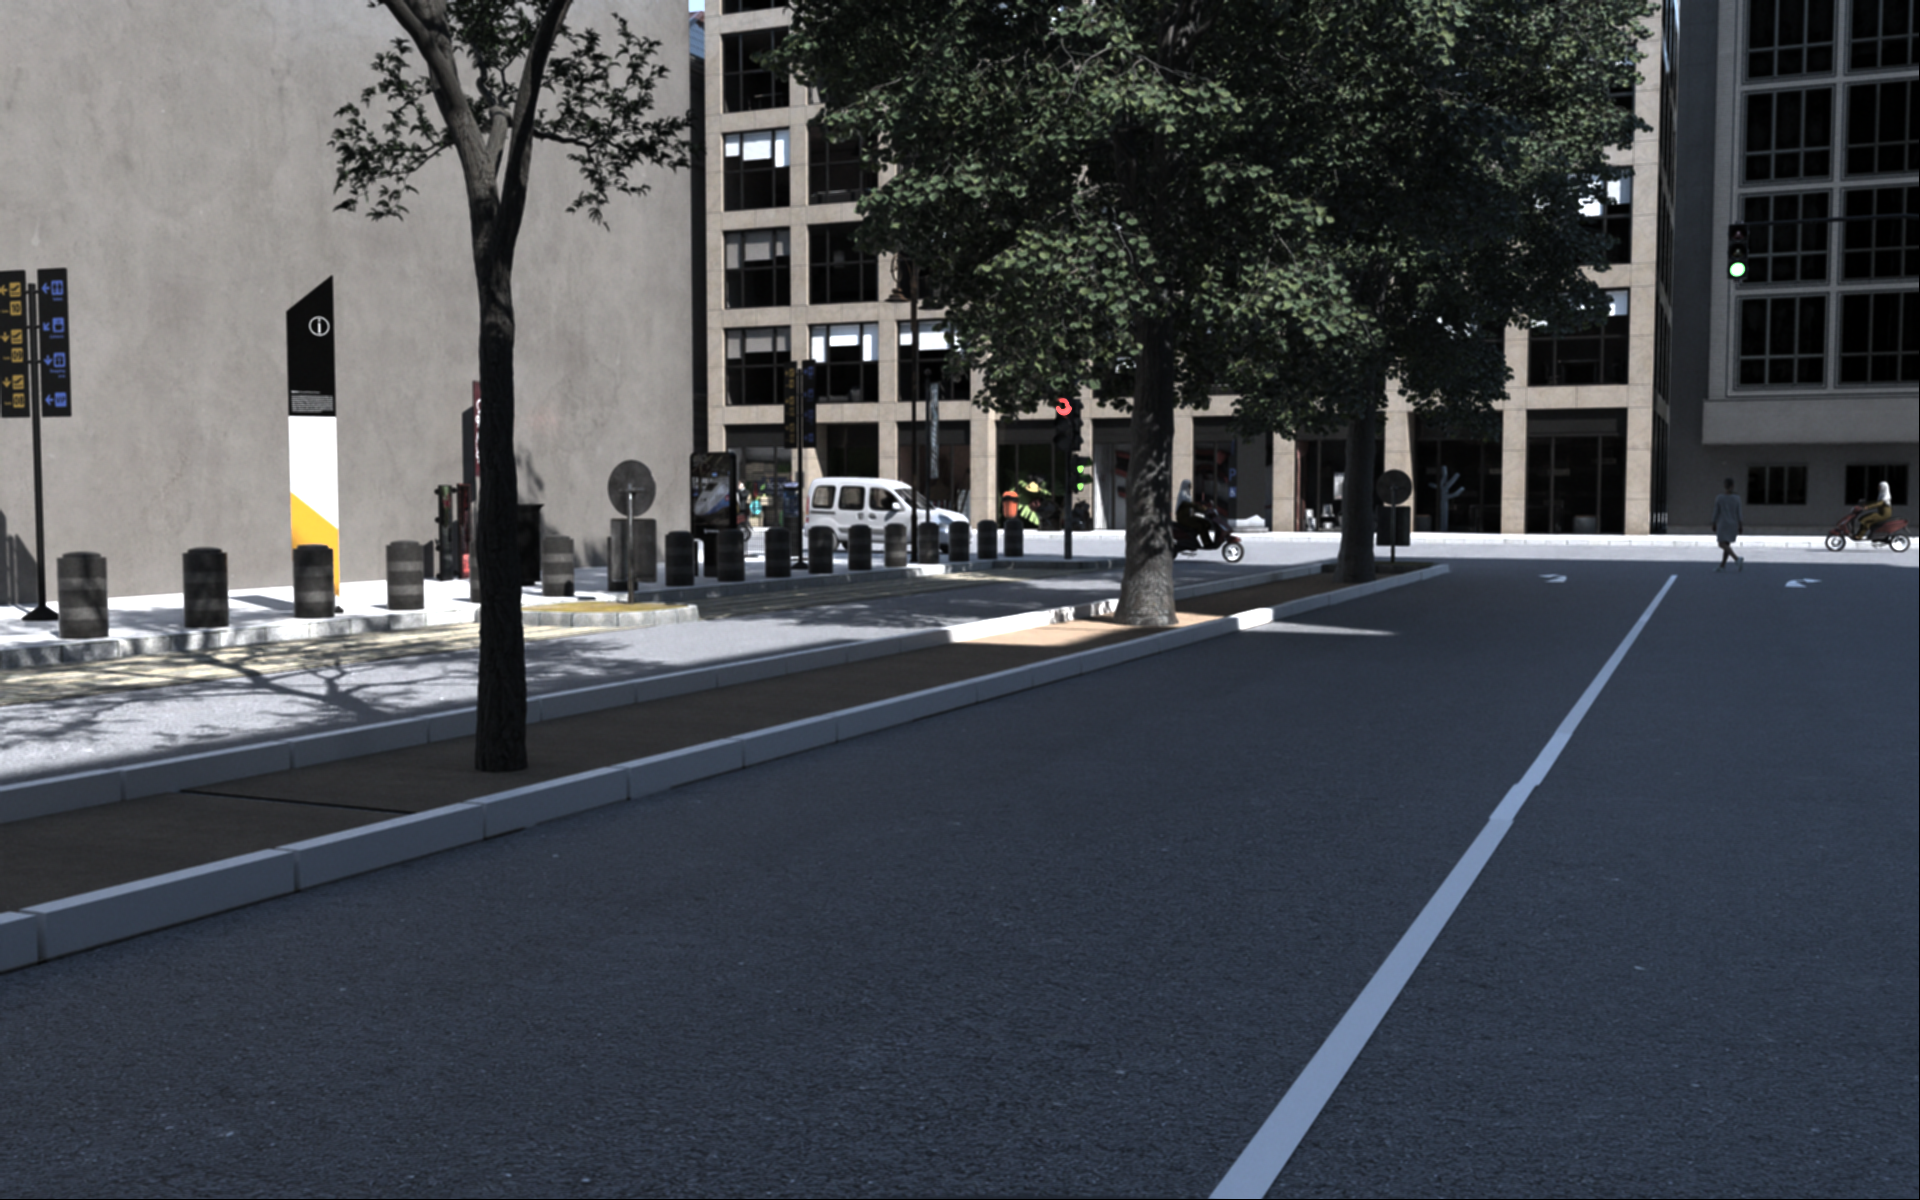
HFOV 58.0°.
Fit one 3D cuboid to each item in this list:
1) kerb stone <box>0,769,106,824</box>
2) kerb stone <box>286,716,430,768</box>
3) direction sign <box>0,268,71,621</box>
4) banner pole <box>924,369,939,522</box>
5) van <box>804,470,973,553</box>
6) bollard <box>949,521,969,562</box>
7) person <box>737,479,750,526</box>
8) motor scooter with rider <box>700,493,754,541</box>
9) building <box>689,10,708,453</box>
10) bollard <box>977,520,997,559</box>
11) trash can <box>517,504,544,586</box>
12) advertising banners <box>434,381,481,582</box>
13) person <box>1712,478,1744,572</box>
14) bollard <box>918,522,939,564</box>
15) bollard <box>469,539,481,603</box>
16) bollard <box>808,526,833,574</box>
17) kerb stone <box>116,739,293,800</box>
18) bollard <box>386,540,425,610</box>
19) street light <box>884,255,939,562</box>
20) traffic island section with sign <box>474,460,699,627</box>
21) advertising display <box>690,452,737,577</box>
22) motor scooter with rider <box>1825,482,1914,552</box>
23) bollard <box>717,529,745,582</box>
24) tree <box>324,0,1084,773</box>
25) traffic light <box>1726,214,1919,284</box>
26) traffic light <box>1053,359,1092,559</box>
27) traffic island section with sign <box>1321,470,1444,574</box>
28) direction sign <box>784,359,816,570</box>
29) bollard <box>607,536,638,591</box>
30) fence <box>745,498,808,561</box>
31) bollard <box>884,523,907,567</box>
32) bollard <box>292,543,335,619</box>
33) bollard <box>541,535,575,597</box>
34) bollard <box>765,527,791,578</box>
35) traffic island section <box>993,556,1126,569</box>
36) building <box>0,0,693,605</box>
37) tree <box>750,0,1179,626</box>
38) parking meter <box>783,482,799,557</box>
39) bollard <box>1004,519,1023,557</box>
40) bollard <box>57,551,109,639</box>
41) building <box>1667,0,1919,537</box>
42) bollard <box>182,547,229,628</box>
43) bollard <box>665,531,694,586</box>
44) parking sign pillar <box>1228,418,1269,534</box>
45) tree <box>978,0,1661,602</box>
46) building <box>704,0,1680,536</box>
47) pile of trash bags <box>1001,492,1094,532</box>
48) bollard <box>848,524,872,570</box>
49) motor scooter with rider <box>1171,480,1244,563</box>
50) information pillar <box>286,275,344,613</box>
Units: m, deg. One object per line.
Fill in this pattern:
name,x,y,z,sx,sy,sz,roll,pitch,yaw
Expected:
kerb stone,-4.151,0.893,7.599,0.120,0.150,1.000,2,4,24
kerb stone,-3.304,0.780,9.465,0.120,0.150,1.000,2,4,24
direction sign,-9.367,-1.564,17.576,0.876,3.537,0.379,1,4,18
banner pole,-0.565,-2.722,34.523,0.401,3.779,0.863,-1,4,-21
van,-1.721,-2.149,42.152,4.112,2.044,2.013,2,4,24
bollard,-0.018,-1.120,33.036,0.404,0.777,0.398,0,3,0
person,-7.012,-2.889,55.093,0.648,1.900,0.474,1,4,23
motor scooter with rider,-7.132,-2.676,52.722,1.986,1.779,0.876,2,4,24
building,-18.210,-14.633,75.400,21.152,22.565,11.583,2,4,24
bollard,0.540,-1.197,34.283,0.404,0.777,0.398,0,3,0
trash can,-6.206,-0.774,24.303,0.748,1.137,0.748,0,3,0
advertising banners,-7.533,-1.838,26.242,0.090,3.025,2.074,0,4,5
person,14.130,-1.378,31.779,0.466,1.731,0.760,-1,4,-22
bollard,-0.578,-1.043,31.777,0.404,0.777,0.398,0,3,0
bollard,-5.604,-0.354,20.504,0.404,0.777,0.398,0,3,0
bollard,-2.256,-0.814,28.019,0.404,0.777,0.398,0,3,0
kerb stone,-3.728,0.839,8.533,0.120,0.150,1.000,2,4,24
bollard,-6.167,-0.278,19.255,0.404,0.777,0.398,0,3,0
street light,-0.863,-3.649,32.448,0.468,5.910,1.993,2,4,24
traffic island section with sign,-4.041,-0.666,19.511,1.989,1.847,2.006,2,4,24
advertising display,-3.801,-1.314,26.701,0.974,1.923,0.123,3,5,42
motor scooter with rider,22.602,-2.081,42.996,1.986,1.779,0.876,1,4,23
bollard,-3.373,-0.660,25.515,0.404,0.777,0.398,0,3,0
tree,-2.221,-4.411,8.987,8.767,10.594,7.601,2,4,24
traffic light,15.015,-3.272,28.165,4.771,5.953,1.251,2,4,24
traffic light,2.145,-2.758,34.015,0.839,4.253,0.868,2,4,24
traffic island section with sign,7.862,-1.452,31.871,2.006,1.907,1.989,2,4,24
direction sign,-2.722,-2.293,29.488,0.379,3.537,0.876,-3,5,-41
bollard,-4.484,-0.508,23.019,0.404,0.777,0.398,0,3,0
fence,-3.694,-1.409,34.246,0.480,1.192,2.264,-3,4,-38
bollard,-1.137,-0.967,30.524,0.404,0.777,0.398,0,3,0
bollard,-6.719,-0.201,18.005,0.404,0.777,0.398,0,3,0
bollard,-5.051,-0.430,21.754,0.404,0.777,0.398,0,3,0
bollard,-2.815,-0.737,26.766,0.404,0.777,0.398,0,3,0
traffic island section,2.113,-0.727,34.165,2.009,0.180,2.903,2,4,24
building,-24.543,-13.831,30.660,34.151,26.468,19.350,2,4,24
tree,2.063,-6.701,18.677,9.857,13.997,8.962,0,3,0
parking meter,-3.448,-1.658,35.522,0.372,1.533,0.369,0,3,0
bollard,1.101,-1.274,35.546,0.404,0.777,0.398,0,3,0
bollard,-7.844,-0.047,15.488,0.404,0.777,0.398,0,3,0
building,37.958,-14.272,52.413,30.058,24.678,14.314,2,4,24
bollard,-7.288,-0.124,16.736,0.404,0.777,0.398,0,3,0
bollard,-3.929,-0.584,24.268,0.404,0.777,0.398,0,3,0
parking sign pillar,9.422,-4.184,56.879,1.447,3.967,1.447,-2,4,-35
tree,6.400,-7.249,27.628,9.857,13.997,8.962,0,3,0
building,9.663,-16.139,68.381,34.151,26.468,19.350,2,4,24
pile of trash bags,3.038,-3.093,60.323,3.447,1.369,1.912,2,4,23
bollard,-1.693,-0.890,29.276,0.404,0.777,0.398,0,3,0
motor scooter with rider,4.991,-1.679,36.415,1.986,1.779,0.876,1,4,22
information pillar,-6.902,-1.661,18.514,0.504,3.616,0.183,-2,4,-25
